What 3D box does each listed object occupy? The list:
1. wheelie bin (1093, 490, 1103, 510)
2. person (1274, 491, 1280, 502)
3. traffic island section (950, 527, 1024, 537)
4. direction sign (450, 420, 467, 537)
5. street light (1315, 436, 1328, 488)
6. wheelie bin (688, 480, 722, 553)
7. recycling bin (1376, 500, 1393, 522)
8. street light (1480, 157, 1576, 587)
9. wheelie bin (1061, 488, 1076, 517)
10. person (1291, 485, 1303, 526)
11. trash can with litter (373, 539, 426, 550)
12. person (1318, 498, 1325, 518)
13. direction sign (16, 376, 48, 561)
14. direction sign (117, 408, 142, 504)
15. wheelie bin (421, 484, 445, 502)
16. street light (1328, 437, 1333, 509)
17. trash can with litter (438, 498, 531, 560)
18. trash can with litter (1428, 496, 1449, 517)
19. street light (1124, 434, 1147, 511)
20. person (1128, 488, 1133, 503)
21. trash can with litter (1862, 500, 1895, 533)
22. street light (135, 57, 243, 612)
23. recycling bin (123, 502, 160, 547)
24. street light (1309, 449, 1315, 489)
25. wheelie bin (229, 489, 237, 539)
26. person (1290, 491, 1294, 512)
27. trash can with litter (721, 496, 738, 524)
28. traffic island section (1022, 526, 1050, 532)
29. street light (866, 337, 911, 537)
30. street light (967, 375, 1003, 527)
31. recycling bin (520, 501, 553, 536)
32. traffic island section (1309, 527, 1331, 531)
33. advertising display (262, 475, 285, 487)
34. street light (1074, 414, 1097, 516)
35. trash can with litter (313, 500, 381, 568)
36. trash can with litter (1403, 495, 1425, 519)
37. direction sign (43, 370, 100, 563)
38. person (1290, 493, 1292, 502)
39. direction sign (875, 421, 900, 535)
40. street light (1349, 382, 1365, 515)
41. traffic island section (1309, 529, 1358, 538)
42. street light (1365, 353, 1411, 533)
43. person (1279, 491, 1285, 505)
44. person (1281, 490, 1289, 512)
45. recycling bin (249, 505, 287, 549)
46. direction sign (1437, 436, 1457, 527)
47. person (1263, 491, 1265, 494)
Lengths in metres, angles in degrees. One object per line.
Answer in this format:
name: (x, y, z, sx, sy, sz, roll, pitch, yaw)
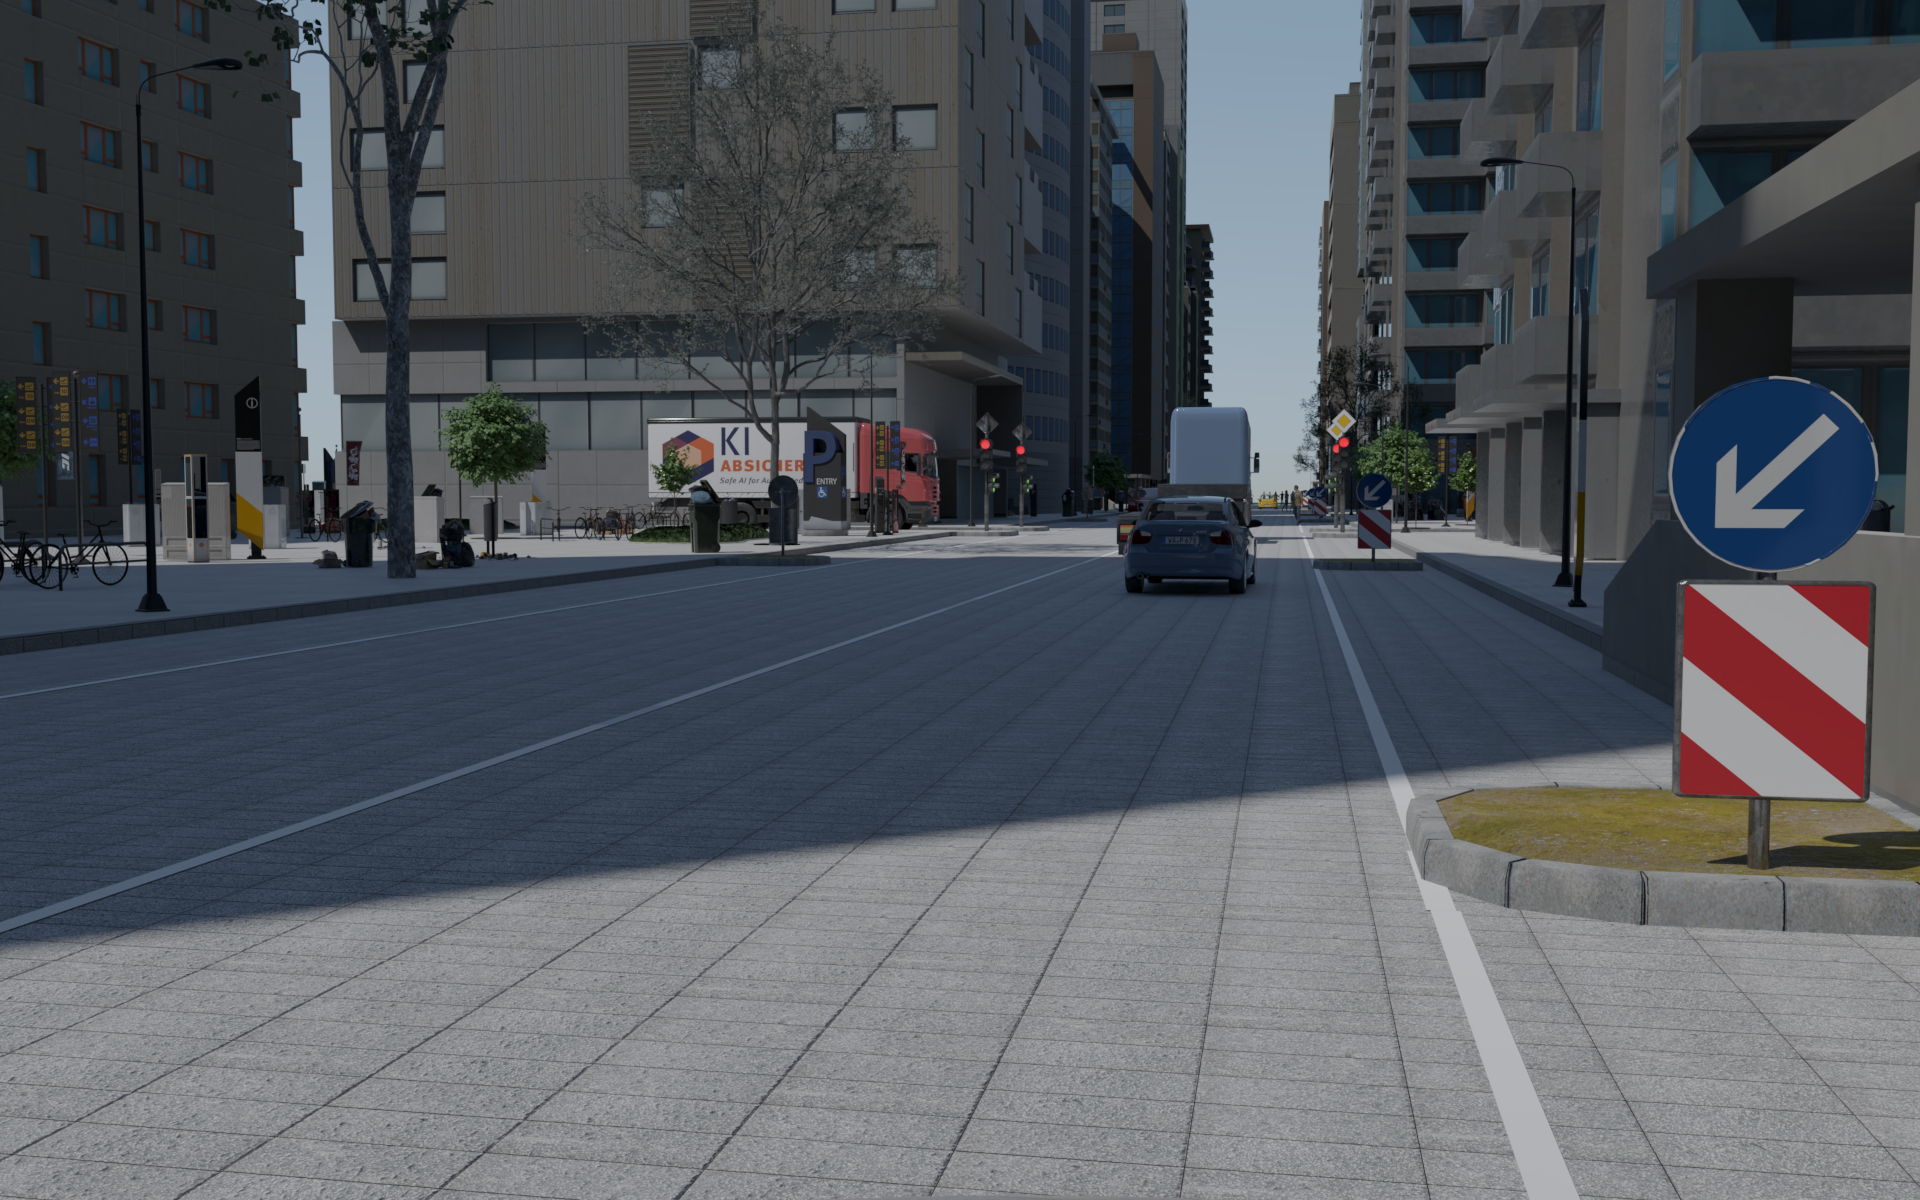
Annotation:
wheelie bin: (10.710, -7.828, 135.897, 0.980, 1.594, 0.693, 0, 4, -1)
person: (34.716, -11.065, 190.135, 0.721, 1.736, 1.217, -3, 5, -42)
traffic island section: (0.898, -2.293, 59.778, 2.009, 0.180, 2.903, 1, 4, 11)
direction sign: (-15.091, -3.686, 52.262, 0.379, 3.537, 0.876, 1, 4, 20)
street light: (30.961, -10.632, 146.373, 1.470, 5.913, 1.316, 1, 4, 11)
wheelie bin: (-5.580, -1.828, 37.800, 0.693, 1.594, 0.980, -1, 4, -20)
recycling bin: (19.591, -4.125, 79.995, 0.722, 1.027, 0.722, 0, 4, 6)
street light: (7.867, -3.144, 23.953, 1.470, 5.913, 1.316, 1, 4, 11)
wheelie bin: (6.126, -5.491, 97.692, 0.693, 1.594, 0.980, 1, 4, 17)
person: (15.200, -4.262, 78.091, 0.656, 1.842, 0.836, 2, 4, 29)
trash can with litter: (-13.352, -1.793, 40.377, 1.678, 1.210, 2.233, -1, 4, -15)
person: (21.457, -5.728, 102.708, 0.362, 1.759, 0.519, 3, 5, 40)
direction sign: (-17.715, -2.538, 33.494, 0.876, 3.537, 0.379, -1, 4, -16)
direction sign: (-22.115, -3.314, 46.173, 0.379, 3.537, 0.876, 1, 4, 12)
wheelie bin: (-16.757, -2.880, 54.992, 0.693, 1.594, 0.980, -2, 4, -35)
street light: (23.251, -8.114, 105.202, 1.470, 5.913, 1.316, 1, 4, 11)
trash can with litter: (-9.311, -1.417, 34.232, 1.678, 1.210, 2.233, -2, 4, -27)
trash can with litter: (25.194, -4.879, 91.152, 1.055, 1.170, 0.624, 1, 4, 12)
street light: (13.397, -9.851, 133.597, 1.470, 5.913, 1.316, 1, 4, 11)
person: (9.668, -5.425, 97.375, 0.526, 1.800, 0.537, 3, 4, 36)
trash can with litter: (10.987, -0.585, 20.615, 1.678, 1.210, 2.233, 0, 4, 1)
street light: (-8.307, -2.821, 18.673, 1.470, 5.913, 1.316, 1, 4, 11)
recycling bin: (-20.006, -1.821, 42.334, 0.722, 1.027, 0.722, -2, 4, -34)
street light: (37.307, -12.683, 179.902, 1.470, 5.913, 1.316, 1, 4, 11)
wheelie bin: (-20.987, -2.529, 49.253, 0.980, 1.594, 0.693, 3, 5, 44)
person: (26.859, -7.963, 139.700, 0.512, 1.701, 0.522, 1, 4, 13)
trash can with litter: (-6.667, -2.567, 53.032, 2.233, 1.210, 1.678, -1, 4, -10)
traffic island section: (2.383, -2.773, 67.624, 2.009, 0.180, 2.903, 1, 4, 11)
street light: (-2.099, -4.823, 51.395, 1.470, 5.913, 1.316, 1, 4, 11)
street light: (0.992, -5.829, 67.843, 1.470, 5.913, 1.316, 1, 4, 11)
recycling bin: (-13.201, -2.531, 53.938, 0.722, 1.027, 0.722, 2, 4, 34)
traffic island section: (14.214, -2.637, 65.388, 2.009, 0.180, 2.903, 1, 4, 11)
advertising display: (-23.766, -3.333, 59.703, 0.974, 1.923, 0.123, -1, 4, -16)
street light: (7.249, -7.848, 100.863, 1.470, 5.913, 1.316, 1, 4, 11)
trash can with litter: (-10.674, -1.148, 30.151, 1.055, 1.170, 0.624, -3, 5, -44)
trash can with litter: (23.455, -4.725, 88.308, 1.678, 1.210, 2.233, 1, 4, 16)
direction sign: (-16.220, -2.436, 31.833, 0.876, 3.537, 0.379, 0, 4, 5)
person: (50.981, -15.685, 266.426, 0.415, 1.643, 0.593, 2, 4, 33)
direction sign: (-2.245, -3.783, 53.857, 0.876, 3.537, 0.379, 2, 4, 28)
street light: (17.014, -6.082, 71.987, 1.470, 5.913, 1.316, 1, 4, 11)
traffic island section: (12.729, -2.157, 57.542, 2.009, 0.180, 2.903, 1, 4, 11)
street light: (14.190, -5.174, 57.141, 1.470, 5.913, 1.316, 1, 4, 11)
person: (41.448, -13.114, 222.875, 1.348, 1.831, 0.705, 0, 4, -5)
person: (25.913, -7.880, 137.929, 0.643, 1.750, 0.593, 1, 4, 21)
recycling bin: (-16.255, -1.719, 40.653, 0.722, 1.027, 0.722, -1, 4, -11)
direction sign: (19.087, -4.642, 67.893, 0.379, 3.537, 0.876, -3, 4, -39)
person: (41.648, -13.988, 237.218, 1.348, 1.822, 0.705, 0, 4, 4)
